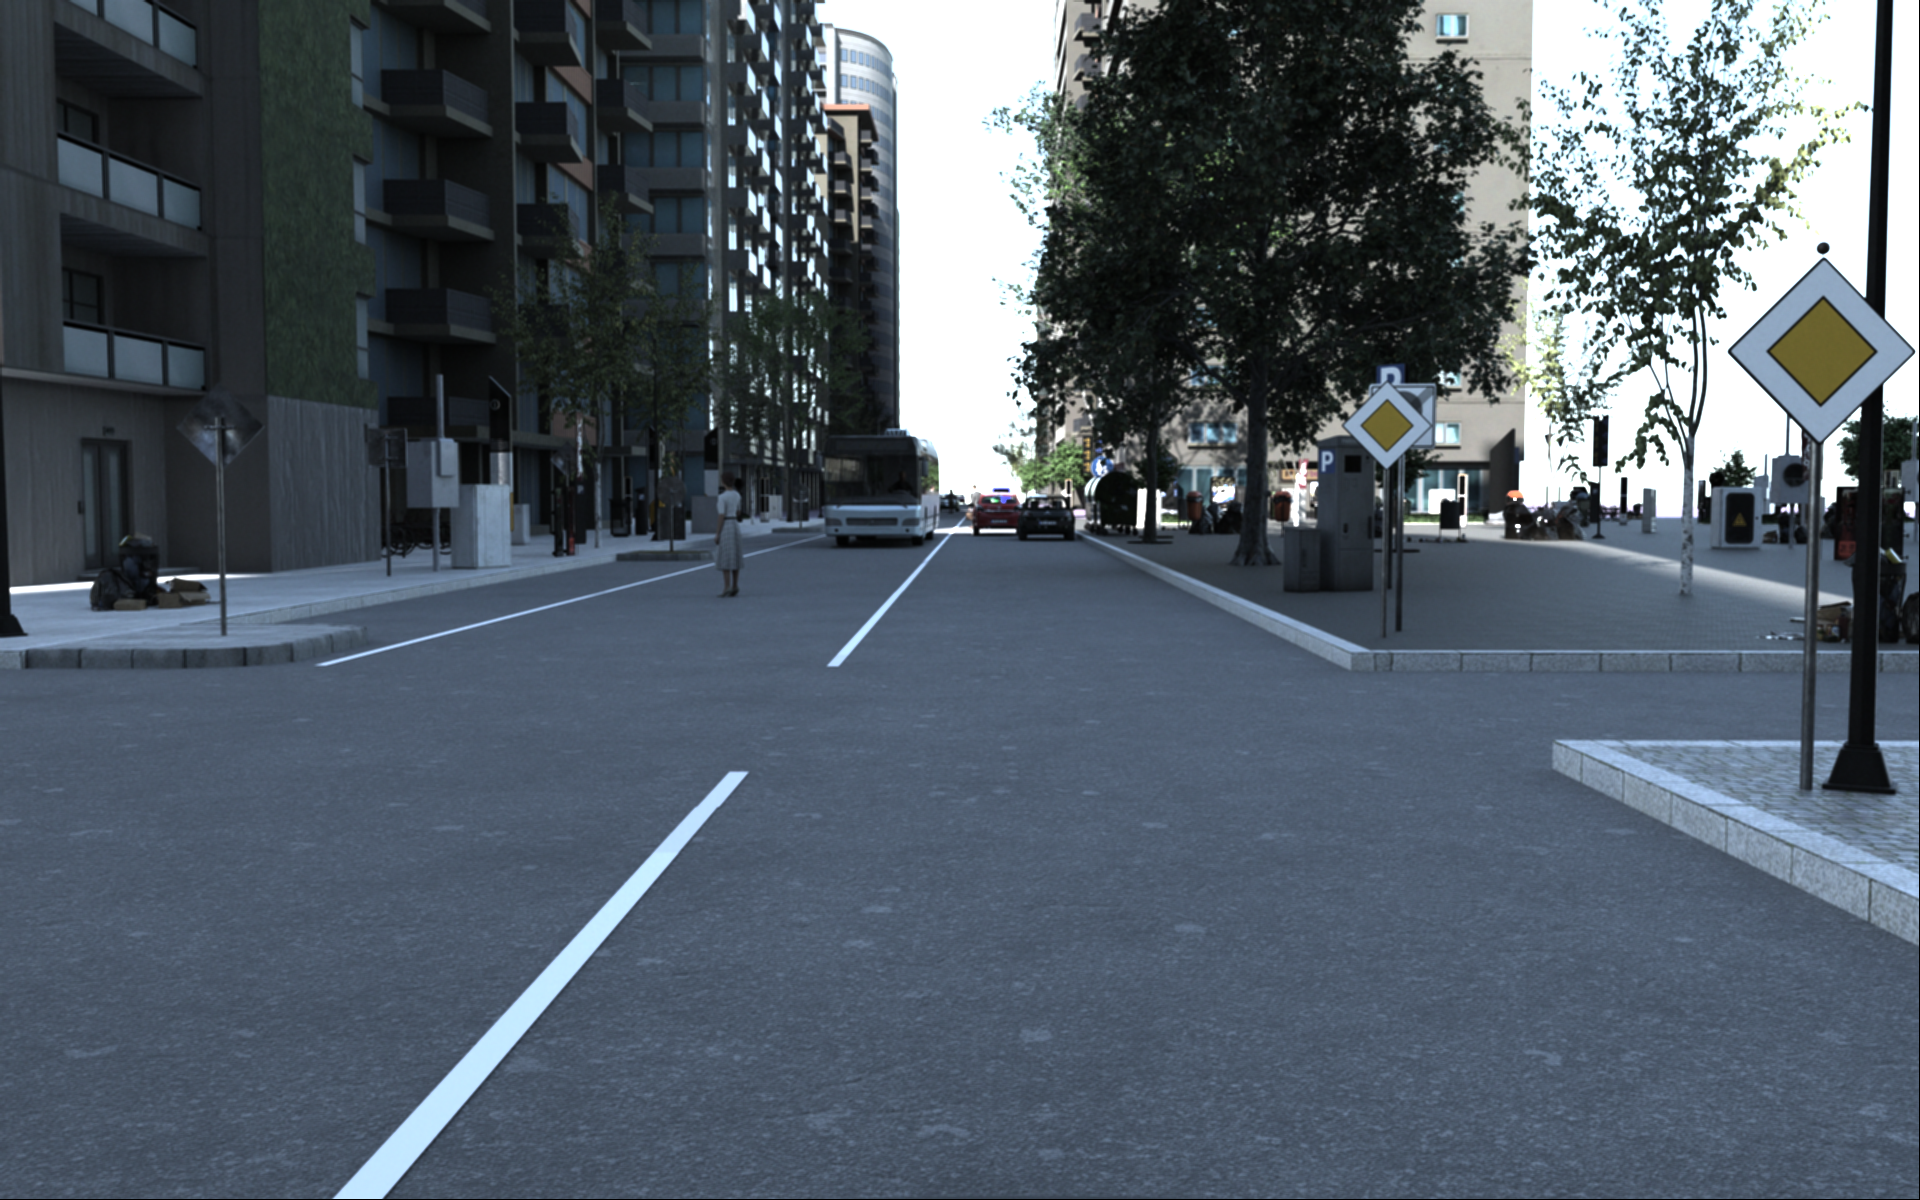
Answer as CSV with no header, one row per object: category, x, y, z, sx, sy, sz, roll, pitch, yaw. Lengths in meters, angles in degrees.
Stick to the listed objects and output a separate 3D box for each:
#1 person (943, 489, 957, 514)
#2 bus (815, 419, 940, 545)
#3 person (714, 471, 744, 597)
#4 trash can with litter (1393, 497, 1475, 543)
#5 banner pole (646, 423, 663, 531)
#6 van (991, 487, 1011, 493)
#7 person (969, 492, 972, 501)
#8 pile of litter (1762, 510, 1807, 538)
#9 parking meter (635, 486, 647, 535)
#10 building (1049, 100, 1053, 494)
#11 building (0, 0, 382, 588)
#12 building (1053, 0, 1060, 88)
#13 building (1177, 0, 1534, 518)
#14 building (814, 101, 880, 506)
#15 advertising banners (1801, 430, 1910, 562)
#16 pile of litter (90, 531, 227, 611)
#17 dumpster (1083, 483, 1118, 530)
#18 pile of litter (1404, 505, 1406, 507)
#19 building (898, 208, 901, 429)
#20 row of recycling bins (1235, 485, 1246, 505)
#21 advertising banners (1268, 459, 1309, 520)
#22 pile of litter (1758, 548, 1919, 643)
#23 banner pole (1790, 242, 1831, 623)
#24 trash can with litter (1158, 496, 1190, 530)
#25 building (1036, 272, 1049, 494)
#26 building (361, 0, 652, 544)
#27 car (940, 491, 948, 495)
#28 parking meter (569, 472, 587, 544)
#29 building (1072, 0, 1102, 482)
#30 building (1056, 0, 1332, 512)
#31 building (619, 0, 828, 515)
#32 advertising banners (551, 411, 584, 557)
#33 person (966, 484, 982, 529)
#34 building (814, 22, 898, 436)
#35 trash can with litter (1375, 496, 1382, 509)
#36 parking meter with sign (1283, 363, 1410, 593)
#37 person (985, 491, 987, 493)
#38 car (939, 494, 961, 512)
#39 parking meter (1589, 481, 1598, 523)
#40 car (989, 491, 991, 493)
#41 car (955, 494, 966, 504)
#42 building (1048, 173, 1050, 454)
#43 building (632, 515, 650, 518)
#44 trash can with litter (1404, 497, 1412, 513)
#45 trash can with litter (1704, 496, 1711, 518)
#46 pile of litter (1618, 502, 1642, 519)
person,-0.689,-7.279,127.508,1.348,1.824,0.705,-3,5,-45
bus,-2.145,-3.439,51.079,2.948,3.499,13.247,0,4,2
person,-3.283,-0.925,24.190,0.524,1.755,0.480,2,4,33
trash can with litter,12.716,-2.161,46.394,2.233,1.210,1.678,1,4,11
banner pole,-10.775,-4.332,60.840,0.863,3.779,0.401,-3,5,-42
van,3.737,-9.523,160.085,2.240,2.365,5.245,0,4,-1
person,1.312,-11.778,202.533,0.415,1.643,0.593,0,4,2
pile of litter,21.538,-1.916,45.292,1.719,0.858,1.176,2,4,29
parking meter,-9.963,-2.794,54.095,0.372,1.533,0.369,0,3,0
building,20.736,-34.523,188.145,21.300,48.544,21.600,0,4,1
building,-18.269,-20.906,25.402,14.154,41.232,14.086,0,4,1
building,21.165,-48.937,238.372,20.563,71.187,20.611,0,4,1
building,19.570,-29.168,100.591,21.300,48.544,21.600,0,4,1
building,-20.352,-32.826,191.323,22.147,44.769,28.867,0,4,1
advertising banners,17.229,-2.281,33.476,0.090,3.025,2.074,-3,5,-44
pile of litter,-9.132,-0.353,19.744,1.176,0.858,1.719,3,4,36
dumpster,5.068,-3.426,61.768,1.264,1.857,1.865,0,4,1
pile of litter,21.196,-4.268,83.745,1.176,0.858,1.719,-3,5,-40
building,-15.620,-34.090,240.962,14.154,41.232,14.086,0,4,1
row of recycling bins,13.545,-4.743,84.661,1.069,1.692,3.534,0,4,3
advertising banners,16.300,-5.489,85.940,2.074,3.025,0.090,0,4,-8
pile of litter,8.027,-0.080,15.279,1.719,0.858,1.176,3,4,37
banner pole,8.447,-1.655,17.082,0.401,3.779,0.863,2,4,29
trash can with litter,7.653,-3.105,61.829,2.233,1.210,1.678,-3,5,-42
building,16.717,-27.543,222.027,14.160,30.474,14.107,0,4,1
building,-22.611,-24.601,56.849,22.147,44.769,28.867,0,4,1
car,-1.534,-9.383,163.003,1.945,1.707,3.694,0,4,3
parking meter,-9.806,-2.369,44.451,0.255,1.863,0.399,3,5,39
building,19.591,-28.881,126.826,22.147,44.769,28.867,0,4,1
building,19.473,-32.306,151.903,21.300,48.544,21.600,0,4,1
building,-22.303,-31.624,136.664,23.786,49.044,30.456,0,4,1
advertising banners,-8.129,-2.437,36.028,0.090,3.025,2.074,0,4,5
person,0.690,-3.847,71.366,0.822,1.834,0.622,3,4,37
building,-19.038,-41.430,219.374,21.231,58.520,28.212,0,4,1
trash can with litter,21.649,-4.779,89.523,0.624,1.170,1.055,0,4,-7
parking meter with sign,5.093,-1.632,22.947,1.738,3.016,0.543,-2,4,-29
person,3.261,-13.061,222.055,0.705,1.823,1.348,1,4,11
car,-0.982,-8.044,143.311,2.131,1.459,4.920,0,4,2
parking meter,28.178,-4.355,76.913,0.399,1.863,0.255,0,4,5
car,4.507,-13.282,225.835,2.281,1.827,5.304,0,4,1
car,-0.113,-14.596,247.683,2.155,1.783,4.494,0,4,1
building,17.708,-34.065,207.072,14.600,45.320,14.200,0,4,1
building,-22.940,-29.728,105.660,23.786,49.044,30.456,0,4,1
trash can with litter,23.222,-4.761,89.234,1.055,1.170,0.624,1,4,10
trash can with litter,39.030,-4.805,89.955,1.055,1.170,0.624,-2,4,-31
pile of litter,34.666,-4.571,88.701,1.176,0.858,1.719,-3,5,-43
